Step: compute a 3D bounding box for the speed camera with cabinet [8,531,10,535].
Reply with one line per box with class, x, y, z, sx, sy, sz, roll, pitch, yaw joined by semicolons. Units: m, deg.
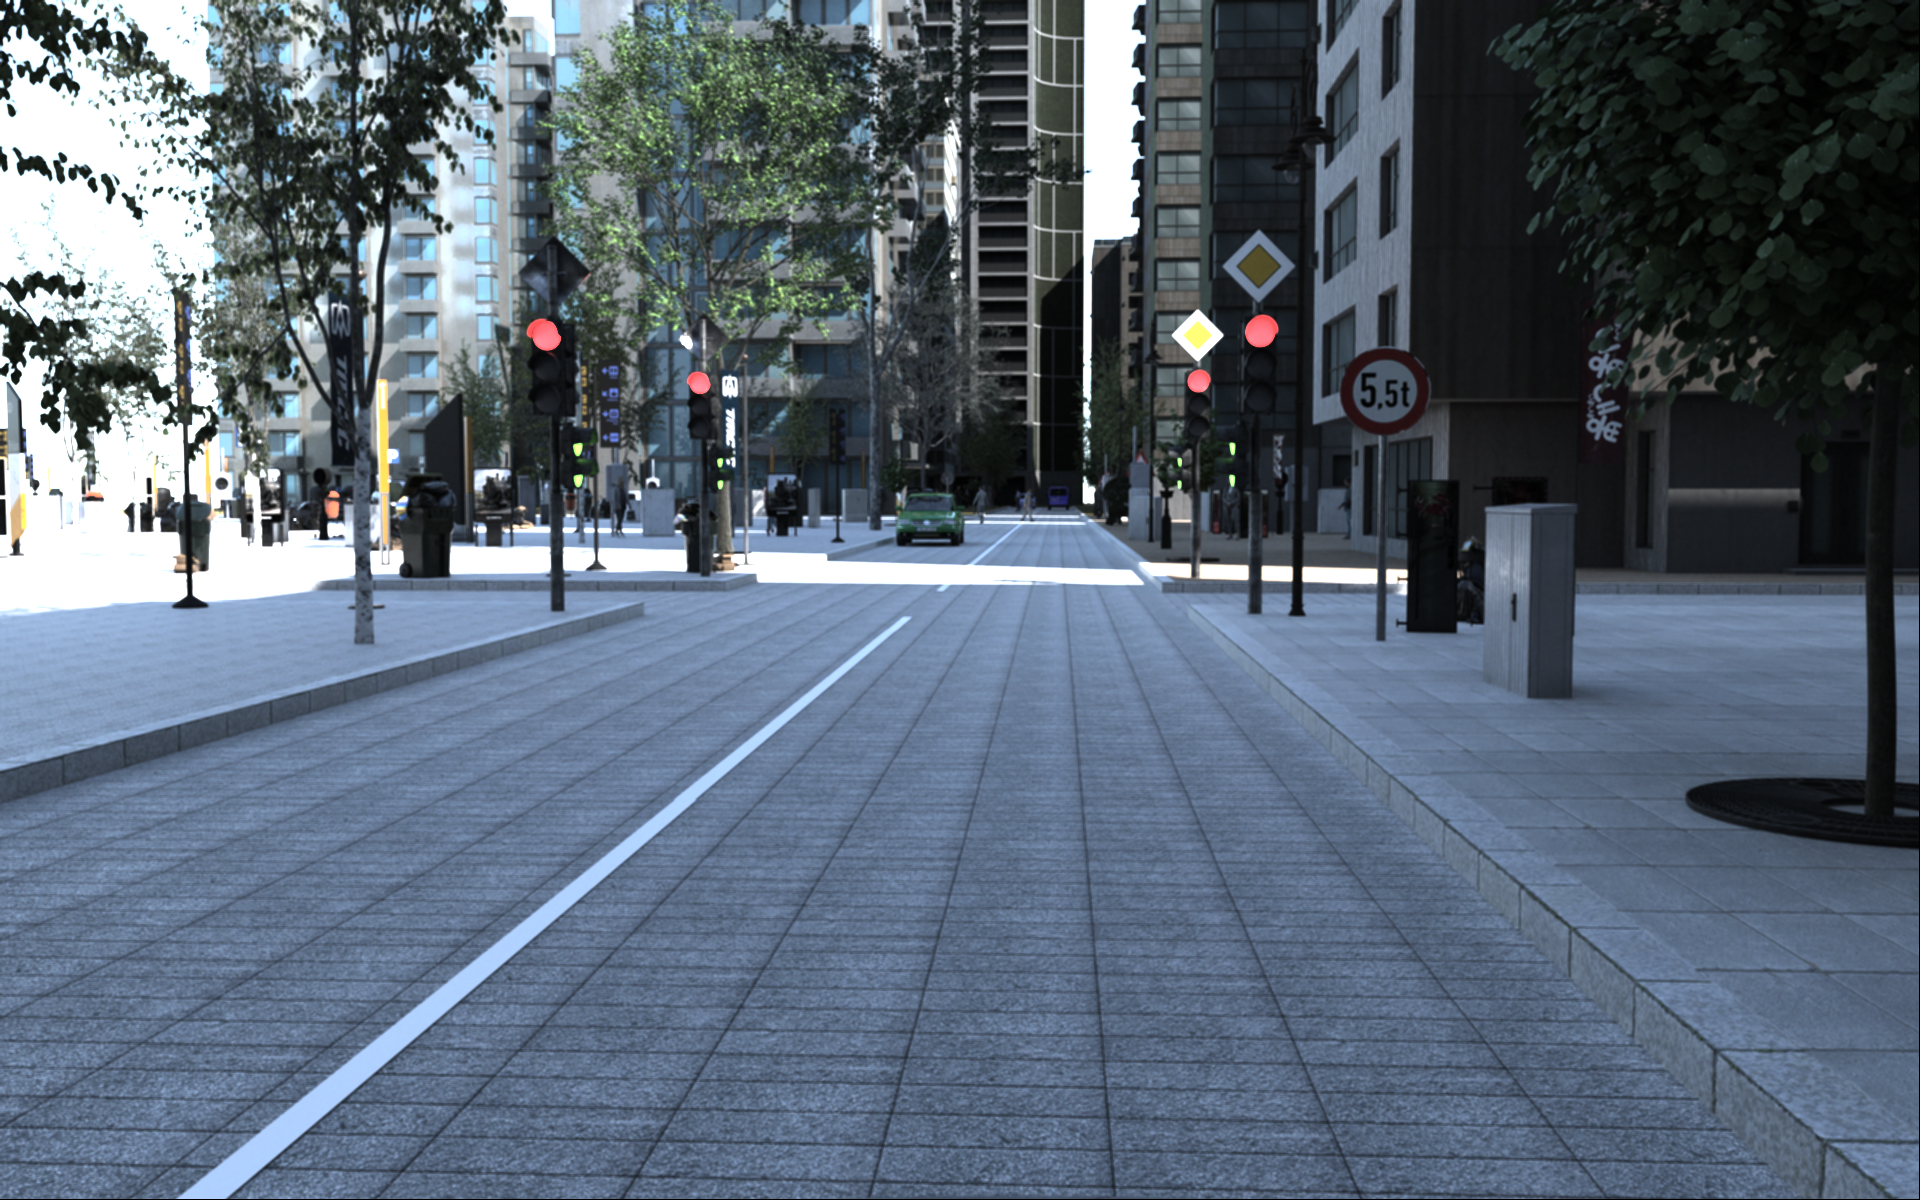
speed camera with cabinet;-30.352;-3.620;53.522;0.660;3.252;2.038;1;4;9

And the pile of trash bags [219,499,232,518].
pile of trash bags;-39.096;-5.139;93.779;3.447;1.369;1.912;3;4;37

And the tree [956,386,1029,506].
tree;3.365;-15.997;179.677;7.486;12.596;7.792;0;3;0

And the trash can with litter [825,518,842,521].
trash can with litter;-5.289;-4.342;82.047;2.233;1.210;1.678;0;4;-5

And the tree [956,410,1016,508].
tree;1.839;-11.714;141.878;4.737;8.622;4.395;0;3;0

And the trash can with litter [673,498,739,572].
trash can with litter;-4.175;-1.052;28.596;0.624;1.170;1.055;2;4;33

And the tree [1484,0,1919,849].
tree;3.750;-1.415;6.850;4.285;4.588;4.351;0;3;0

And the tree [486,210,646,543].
tree;-9.984;-5.801;45.215;4.737;8.622;4.395;0;3;0

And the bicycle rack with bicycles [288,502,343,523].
bicycle rack with bicycles;-28.511;-3.902;77.182;2.852;0.926;2.925;-3;4;-36

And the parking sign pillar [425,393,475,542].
parking sign pillar;-13.825;-3.568;46.813;1.447;3.967;1.447;2;4;31

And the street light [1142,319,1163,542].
street light;5.096;-4.479;46.015;0.468;5.910;1.993;0;4;3

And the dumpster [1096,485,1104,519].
dumpster;7.774;-5.198;90.738;1.264;1.857;1.865;0;4;3

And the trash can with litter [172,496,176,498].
trash can with litter;-45.278;-5.364;99.093;0.624;1.170;1.055;-3;5;-43

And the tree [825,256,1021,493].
tree;-1.828;-10.865;88.017;12.009;13.543;11.850;0;3;0

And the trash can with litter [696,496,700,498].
trash can with litter;-6.425;-1.883;42.173;0.624;1.170;1.055;1;4;9

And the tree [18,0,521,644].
tree;-5.335;-3.938;14.748;4.360;8.622;3.978;0;3;0

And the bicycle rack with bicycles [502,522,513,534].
bicycle rack with bicycles;-15.274;-2.539;54.891;2.852;0.926;2.925;-1;4;-12

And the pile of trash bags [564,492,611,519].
pile of trash bags;-18.889;-4.926;90.287;3.447;1.369;1.912;-1;4;-22

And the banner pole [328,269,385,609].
banner pole;-6.735;-1.782;19.160;0.401;3.779;0.863;1;4;12

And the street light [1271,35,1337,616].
street light;3.559;-2.772;18.107;0.468;5.910;1.993;0;4;3

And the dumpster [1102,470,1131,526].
dumpster;6.607;-4.199;71.149;1.502;2.255;1.985;0;4;3

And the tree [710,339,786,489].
tree;-10.378;-7.892;79.401;4.360;8.622;3.978;0;3;0

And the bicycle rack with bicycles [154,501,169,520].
bicycle rack with bicycles;-38.350;-4.305;83.766;2.925;0.926;2.852;1;4;16

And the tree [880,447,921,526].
tree;-2.706;-4.648;70.600;1.663;3.219;1.824;0;3;0

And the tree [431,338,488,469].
tree;-22.978;-8.100;82.798;4.737;8.622;4.395;0;3;0

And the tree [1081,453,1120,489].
tree;10.658;-8.966;130.314;4.285;4.588;4.351;0;3;0

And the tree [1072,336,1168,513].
tree;7.260;-7.920;79.860;4.737;8.622;4.395;0;3;0

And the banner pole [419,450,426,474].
banner pole;-30.165;-6.573;97.486;0.863;3.779;0.401;2;4;32

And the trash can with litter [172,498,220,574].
trash can with litter;-12.504;-1.034;28.296;0.624;1.170;1.055;-1;4;-14

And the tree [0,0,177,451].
tree;-5.943;-3.593;9.112;4.737;8.622;4.395;0;3;0

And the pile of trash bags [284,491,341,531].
pile of trash bags;-22.924;-3.093;60.323;3.447;1.369;1.912;2;4;26

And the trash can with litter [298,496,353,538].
trash can with litter;-18.209;-2.429;50.779;2.233;1.210;1.678;-1;4;-12

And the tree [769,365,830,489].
tree;-9.139;-9.137;99.752;4.737;8.622;4.395;0;3;0

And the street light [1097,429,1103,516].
street light;8.200;-7.806;100.420;0.468;5.910;1.993;0;4;3

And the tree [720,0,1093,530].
tree;-1.683;-12.517;60.547;12.611;20.169;13.585;0;3;0

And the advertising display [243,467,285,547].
advertising display;-16.769;-2.234;41.747;0.974;1.923;0.123;0;4;7

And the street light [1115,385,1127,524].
street light;6.811;-6.156;73.434;0.468;5.910;1.993;0;4;3

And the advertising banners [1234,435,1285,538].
advertising banners;8.828;-3.329;50.621;2.074;3.025;0.090;-3;5;-40

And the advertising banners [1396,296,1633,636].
advertising banners;5.049;-1.194;15.706;2.074;3.025;0.090;1;4;20

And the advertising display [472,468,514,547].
advertising display;-11.356;-2.260;42.159;0.974;1.923;0.123;0;4;-1

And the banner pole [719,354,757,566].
banner pole;-3.982;-2.500;30.892;0.401;3.779;0.863;2;4;35

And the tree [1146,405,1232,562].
tree;4.439;-2.366;33.283;1.663;3.219;1.824;0;3;0

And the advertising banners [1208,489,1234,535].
advertising banners;8.285;-3.639;55.687;0.090;3.025;2.074;-2;4;-24

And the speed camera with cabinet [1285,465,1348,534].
speed camera with cabinet;11.510;-3.751;55.668;2.038;3.252;0.660;0;4;4

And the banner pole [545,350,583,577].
banner pole;-6.099;-2.251;26.824;0.863;3.779;0.401;3;4;38

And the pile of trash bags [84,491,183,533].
pile of trash bags;-27.438;-2.937;57.777;3.447;1.369;1.912;0;4;-2

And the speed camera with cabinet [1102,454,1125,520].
speed camera with cabinet;7.597;-5.549;85.064;0.660;3.252;2.038;-1;4;-16

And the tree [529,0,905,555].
tree;-5.208;-6.781;36.626;9.928;11.665;9.643;0;3;0

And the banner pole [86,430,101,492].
banner pole;-29.898;-4.271;59.856;0.863;3.779;0.401;2;4;24

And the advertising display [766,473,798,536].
advertising display;-5.436;-2.913;52.848;0.974;1.923;0.123;-1;4;-20

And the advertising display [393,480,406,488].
advertising display;-25.812;-4.534;79.337;0.123;1.923;0.974;3;4;38

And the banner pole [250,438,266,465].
banner pole;-27.017;-4.682;66.575;0.401;3.779;0.863;3;4;37

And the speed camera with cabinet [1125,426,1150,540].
speed camera with cabinet;5.173;-3.384;49.672;0.660;3.252;2.038;0;4;8
